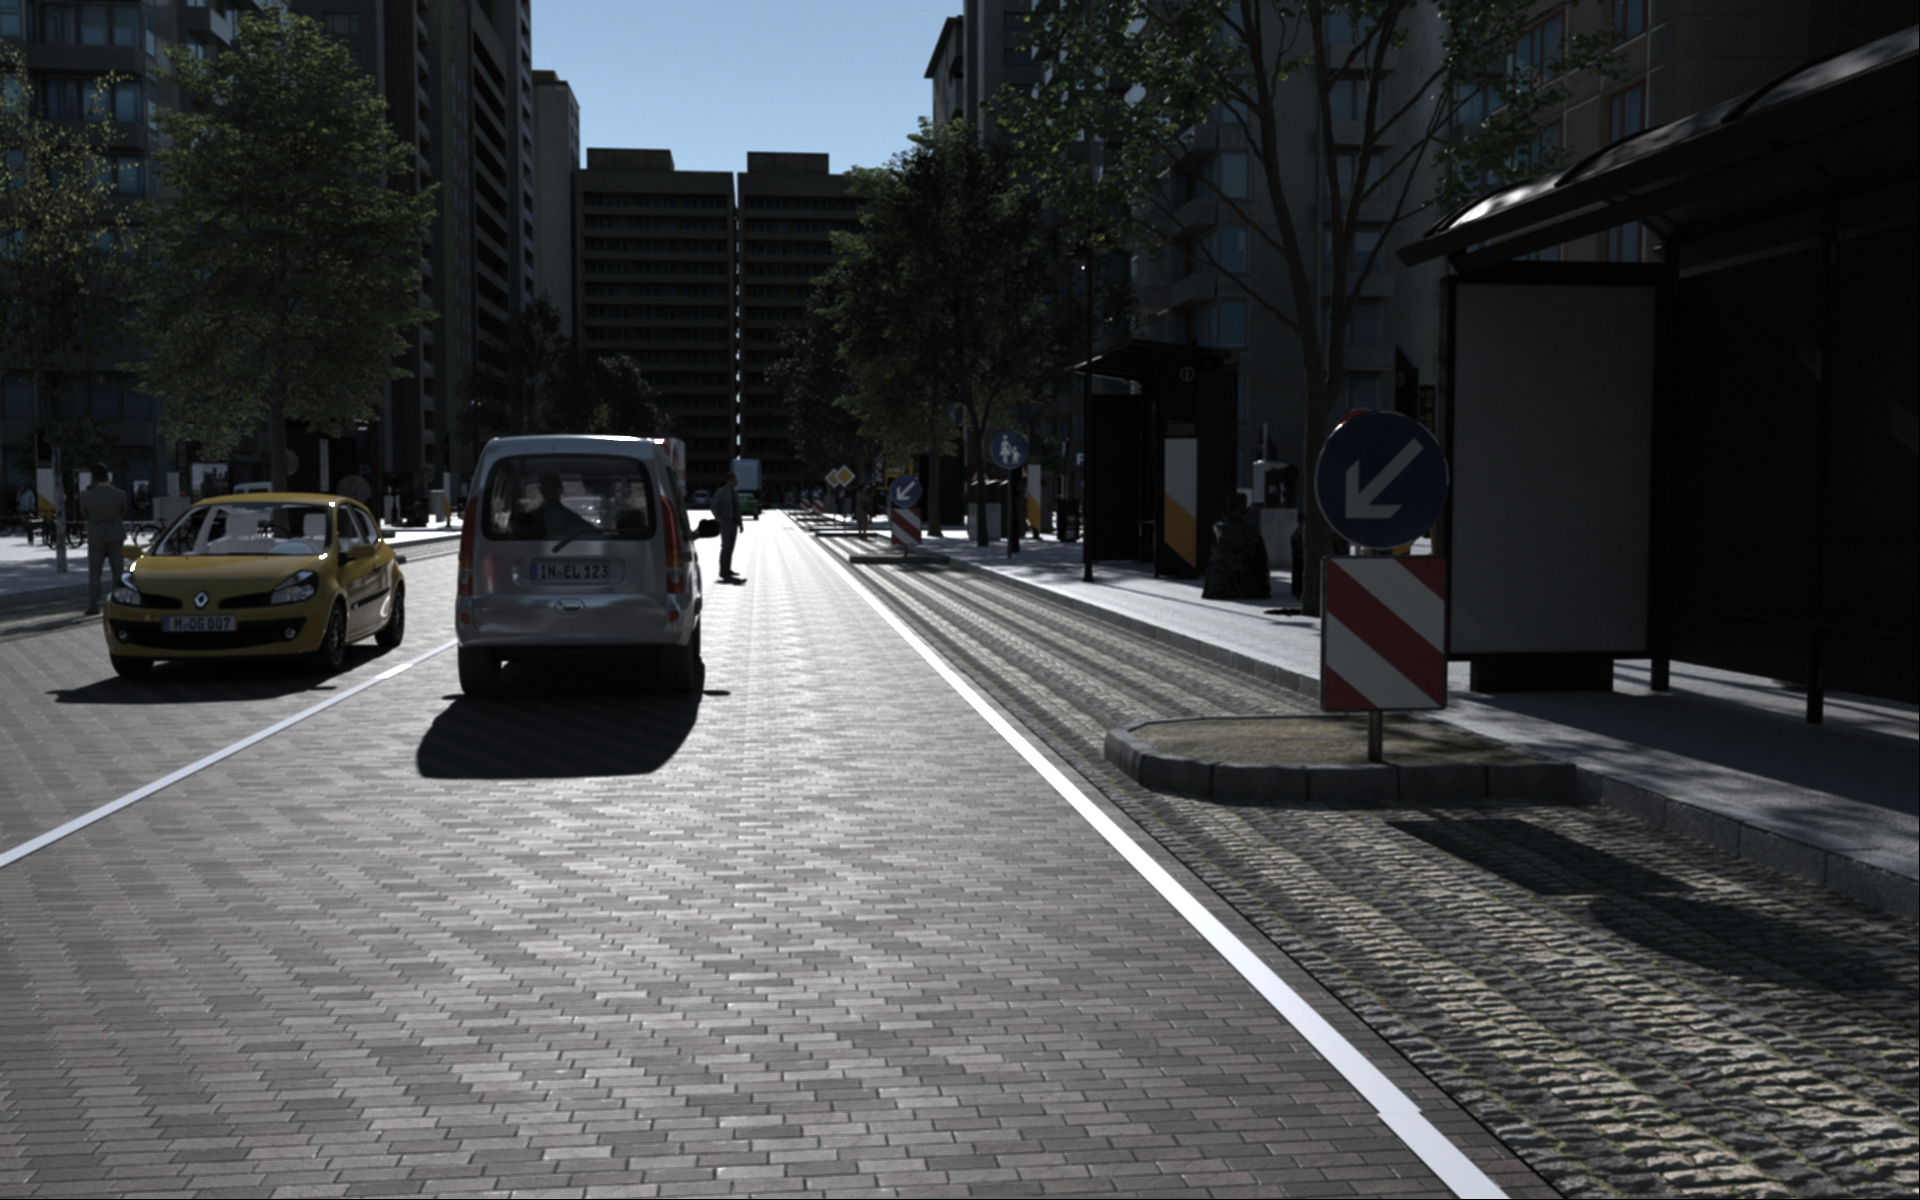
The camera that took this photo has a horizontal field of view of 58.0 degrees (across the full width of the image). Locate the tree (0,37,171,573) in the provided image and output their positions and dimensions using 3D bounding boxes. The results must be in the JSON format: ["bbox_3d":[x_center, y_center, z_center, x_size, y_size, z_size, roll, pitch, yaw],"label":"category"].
[{"bbox_3d":[-14.643,-4.737,27.805,4.360,8.622,3.978,0,3,0],"label":"tree"}]

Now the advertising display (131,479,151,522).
[{"bbox_3d":[-36.247,-4.369,76.650,0.123,1.923,0.974,1,4,19],"label":"advertising display"}]

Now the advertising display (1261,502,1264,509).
[{"bbox_3d":[10.373,-3.243,58.234,0.123,1.923,0.974,2,4,33],"label":"advertising display"}]

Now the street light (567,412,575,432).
[{"bbox_3d":[-21.892,-7.634,97.596,0.468,5.910,1.993,0,4,-7],"label":"street light"}]

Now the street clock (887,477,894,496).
[{"bbox_3d":[-2.965,-4.272,74.410,0.358,2.002,0.471,1,4,15],"label":"street clock"}]

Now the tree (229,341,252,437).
[{"bbox_3d":[-33.655,-7.749,77.056,4.360,8.622,3.978,0,3,0],"label":"tree"}]

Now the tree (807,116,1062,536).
[{"bbox_3d":[-0.652,-8.201,52.208,7.486,12.596,7.792,0,3,0],"label":"tree"}]

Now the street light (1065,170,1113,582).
[{"bbox_3d":[1.879,-3.204,25.166,0.468,5.910,1.993,0,4,-7],"label":"street light"}]

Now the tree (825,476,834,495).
[{"bbox_3d":[-10.050,-11.290,134.959,4.360,8.622,3.978,0,3,0],"label":"tree"}]

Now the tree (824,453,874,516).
[{"bbox_3d":[-6.334,-7.229,101.900,4.285,4.588,4.351,0,3,0],"label":"tree"}]

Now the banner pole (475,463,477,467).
[{"bbox_3d":[-38.241,-9.034,137.729,0.401,3.779,0.863,3,5,40],"label":"banner pole"}]

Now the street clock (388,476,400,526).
[{"bbox_3d":[-22.541,-3.942,69.022,0.358,2.002,0.471,1,4,18],"label":"street clock"}]

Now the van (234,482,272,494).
[{"bbox_3d":[-24.795,-3.242,60.022,4.112,2.044,2.013,0,4,-7],"label":"van"}]

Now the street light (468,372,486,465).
[{"bbox_3d":[-18.217,-5.662,65.361,0.468,5.910,1.993,0,4,-7],"label":"street light"}]

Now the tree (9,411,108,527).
[{"bbox_3d":[-35.386,-5.159,68.055,4.285,4.588,4.351,0,3,0],"label":"tree"}]

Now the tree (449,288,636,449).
[{"bbox_3d":[-19.457,-8.781,77.984,7.601,10.594,8.767,0,4,1],"label":"tree"}]

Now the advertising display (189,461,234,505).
[{"bbox_3d":[-14.812,-1.780,34.315,0.974,1.923,0.123,1,4,19],"label":"advertising display"}]

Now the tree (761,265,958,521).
[{"bbox_3d":[-4.869,-10.227,84.217,9.611,12.733,9.660,0,3,0],"label":"tree"}]

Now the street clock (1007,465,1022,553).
[{"bbox_3d":[1.196,-2.043,37.978,0.358,2.002,0.471,-1,4,-14],"label":"street clock"}]

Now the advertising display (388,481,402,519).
[{"bbox_3d":[-28.184,-4.963,86.354,0.974,1.923,0.123,3,4,37],"label":"advertising display"}]

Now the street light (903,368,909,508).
[{"bbox_3d":[-1.816,-5.235,58.384,0.468,5.910,1.993,0,4,-7],"label":"street light"}]

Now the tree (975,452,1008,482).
[{"bbox_3d":[1.209,-5.045,77.089,1.663,3.219,1.824,0,3,0],"label":"tree"}]

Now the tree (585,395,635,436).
[{"bbox_3d":[-25.233,-10.586,123.446,4.360,8.622,3.978,0,3,0],"label":"tree"}]

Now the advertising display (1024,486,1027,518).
[{"bbox_3d":[3.456,-5.322,92.232,0.974,1.923,0.123,1,4,17],"label":"advertising display"}]

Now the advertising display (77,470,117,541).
[{"bbox_3d":[-23.588,-2.580,47.392,0.974,1.923,0.123,-2,4,-25],"label":"advertising display"}]

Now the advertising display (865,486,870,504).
[{"bbox_3d":[-5.679,-6.264,107.628,0.974,1.923,0.123,0,4,3],"label":"advertising display"}]

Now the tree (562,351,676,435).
[{"bbox_3d":[-27.581,-13.615,139.619,9.611,12.733,9.660,0,3,0],"label":"tree"}]

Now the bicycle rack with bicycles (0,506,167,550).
[{"bbox_3d":[-20.374,-1.691,41.025,2.852,0.926,2.925,1,4,21],"label":"bicycle rack with bicycles"}]

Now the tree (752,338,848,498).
[{"bbox_3d":[-18.258,-21.371,205.297,12.611,20.169,13.585,0,3,0],"label":"tree"}]

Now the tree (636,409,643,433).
[{"bbox_3d":[-23.203,-10.561,107.078,8.767,10.594,7.601,2,4,24],"label":"tree"}]

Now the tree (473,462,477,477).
[{"bbox_3d":[-34.840,-8.909,129.374,4.285,4.588,4.351,0,3,0],"label":"tree"}]

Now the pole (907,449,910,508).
[{"bbox_3d":[-2.339,-5.141,77.897,0.158,3.312,0.155,0,3,0],"label":"pole"}]

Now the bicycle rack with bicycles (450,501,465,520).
[{"bbox_3d":[-24.064,-4.391,85.168,2.852,0.926,2.925,1,4,11],"label":"bicycle rack with bicycles"}]

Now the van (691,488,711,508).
[{"bbox_3d":[-26.845,-10.573,179.872,2.013,2.044,4.112,0,4,-5],"label":"van"}]

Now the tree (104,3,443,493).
[{"bbox_3d":[-15.690,-7.496,40.682,7.486,12.596,7.792,0,3,0],"label":"tree"}]

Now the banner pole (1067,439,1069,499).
[{"bbox_3d":[4.930,-5.434,78.870,0.401,3.779,0.863,1,4,8],"label":"banner pole"}]

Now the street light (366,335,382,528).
[{"bbox_3d":[-16.159,-4.590,47.839,0.468,5.910,1.993,0,4,-7],"label":"street light"}]

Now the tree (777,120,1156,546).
[{"bbox_3d":[0.625,-6.617,42.604,8.767,10.594,7.601,0,4,6],"label":"tree"}]

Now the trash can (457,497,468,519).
[{"bbox_3d":[-25.266,-4.690,88.341,0.748,1.137,0.748,0,3,0],"label":"trash can"}]

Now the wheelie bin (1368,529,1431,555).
[{"bbox_3d":[7.079,-1.254,28.418,0.980,1.594,0.693,0,4,-5],"label":"wheelie bin"}]

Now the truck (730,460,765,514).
[{"bbox_3d":[-16.151,-8.557,129.659,2.967,4.110,18.799,0,4,-6],"label":"truck"}]

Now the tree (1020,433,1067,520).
[{"bbox_3d":[3.659,-6.225,85.486,4.285,4.588,4.351,0,3,0],"label":"tree"}]

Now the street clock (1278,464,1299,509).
[{"bbox_3d":[8.031,-2.313,42.387,0.471,2.002,0.358,-2,4,-28],"label":"street clock"}]

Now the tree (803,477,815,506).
[{"bbox_3d":[-16.292,-11.783,187.253,1.663,3.219,1.824,0,3,0],"label":"tree"}]

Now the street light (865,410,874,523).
[{"bbox_3d":[-3.925,-6.307,75.900,0.468,5.910,1.993,0,4,-7],"label":"street light"}]

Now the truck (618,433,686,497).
[{"bbox_3d":[-14.522,-5.648,81.266,2.839,4.237,11.283,0,4,-5],"label":"truck"}]

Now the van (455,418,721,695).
[{"bbox_3d":[-2.927,-0.416,13.809,2.013,2.044,4.112,0,4,-7],"label":"van"}]

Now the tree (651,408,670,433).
[{"bbox_3d":[-35.672,-17.410,210.416,9.928,11.665,9.643,0,3,0],"label":"tree"}]

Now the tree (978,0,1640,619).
[{"bbox_3d":[3.827,-5.652,18.168,9.928,11.665,9.643,0,3,0],"label":"tree"}]

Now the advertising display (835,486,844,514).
[{"bbox_3d":[-7.621,-6.404,109.913,0.123,1.923,0.974,2,4,27],"label":"advertising display"}]

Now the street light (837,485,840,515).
[{"bbox_3d":[-7.585,-8.278,108.137,0.468,5.910,1.993,0,4,-7],"label":"street light"}]

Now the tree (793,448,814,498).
[{"bbox_3d":[-15.932,-14.245,183.266,4.737,8.622,4.395,0,3,0],"label":"tree"}]

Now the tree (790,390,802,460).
[{"bbox_3d":[-8.798,-12.780,127.083,7.486,12.596,7.792,0,3,0],"label":"tree"}]

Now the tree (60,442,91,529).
[{"bbox_3d":[-33.328,-4.291,64.759,1.663,3.219,1.824,0,3,0],"label":"tree"}]

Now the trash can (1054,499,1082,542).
[{"bbox_3d":[2.896,-2.119,46.301,0.748,1.137,0.748,0,3,0],"label":"trash can"}]
